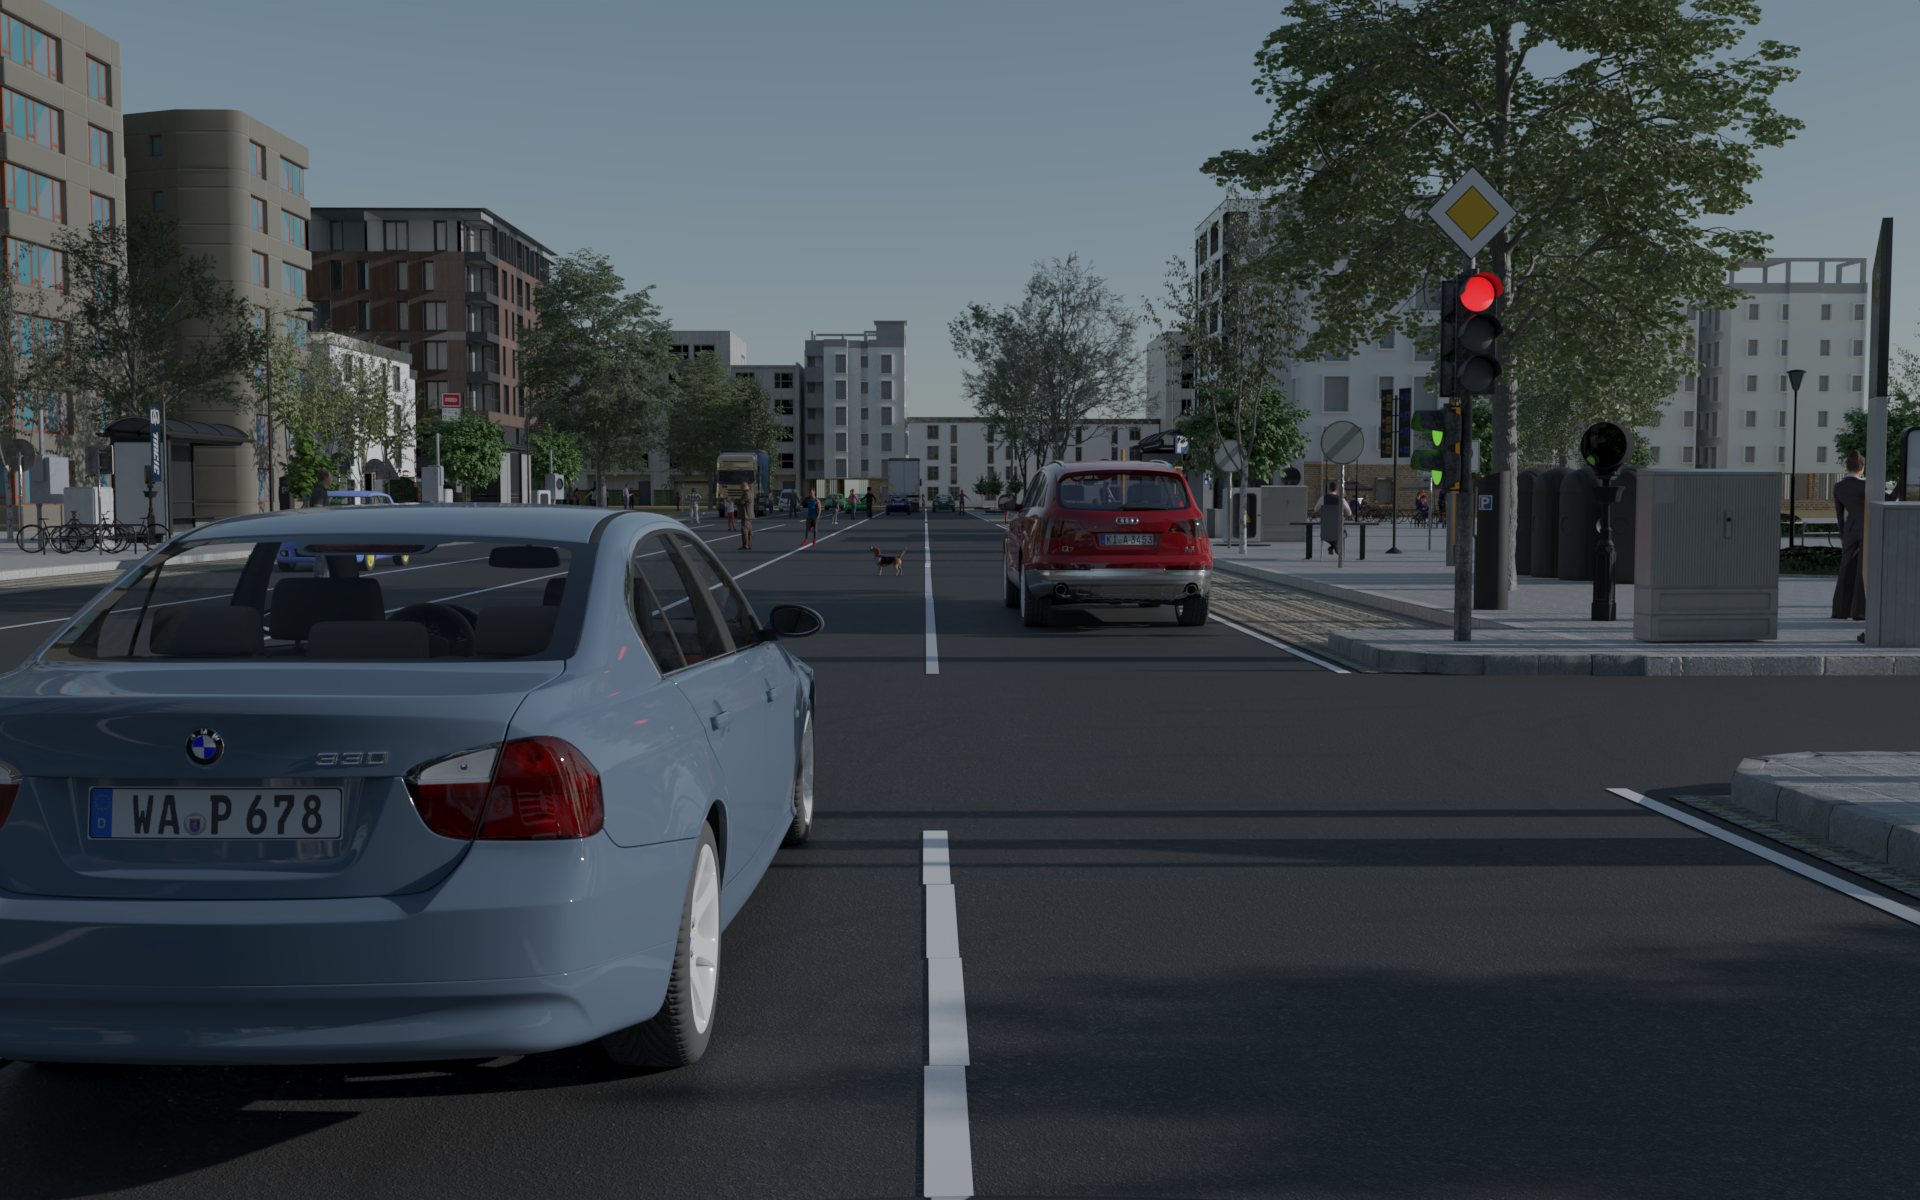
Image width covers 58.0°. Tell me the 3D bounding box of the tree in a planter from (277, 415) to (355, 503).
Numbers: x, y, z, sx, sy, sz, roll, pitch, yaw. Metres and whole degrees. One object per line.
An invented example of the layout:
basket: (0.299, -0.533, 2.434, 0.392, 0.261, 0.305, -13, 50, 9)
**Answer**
tree in a planter: (-14.862, -2.581, 39.427, 1.991, 3.239, 1.994, 0, 4, -1)

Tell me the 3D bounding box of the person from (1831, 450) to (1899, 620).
person: (9.252, -0.656, 17.579, 0.742, 1.727, 0.445, 2, 4, 34)

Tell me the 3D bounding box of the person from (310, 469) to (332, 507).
person: (-9.590, -1.072, 26.157, 0.434, 1.807, 0.598, -1, 4, -11)

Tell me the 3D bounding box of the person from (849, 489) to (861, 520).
person: (-5.888, -5.348, 96.660, 0.721, 1.743, 1.217, -2, 4, -33)

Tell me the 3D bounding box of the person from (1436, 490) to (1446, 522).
person: (21.687, -4.367, 78.149, 0.504, 1.737, 0.576, -2, 4, -25)

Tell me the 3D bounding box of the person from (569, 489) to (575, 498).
person: (-30.367, -7.893, 135.818, 0.721, 1.743, 1.217, -1, 4, -23)

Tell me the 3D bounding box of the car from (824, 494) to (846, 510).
car: (-11.139, -8.914, 154.545, 1.959, 1.807, 4.718, 0, 4, -1)

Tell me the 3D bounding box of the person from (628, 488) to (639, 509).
person: (-28.752, -8.905, 151.606, 1.348, 1.831, 0.705, -2, 4, -29)

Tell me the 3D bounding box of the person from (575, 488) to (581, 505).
person: (-27.782, -7.301, 126.099, 0.721, 1.739, 1.217, -2, 4, -25)

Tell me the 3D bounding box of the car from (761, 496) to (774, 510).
car: (-17.294, -8.531, 152.058, 1.945, 1.354, 3.894, 0, 4, -2)

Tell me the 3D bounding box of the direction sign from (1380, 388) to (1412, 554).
direction sign: (9.367, -2.769, 37.272, 0.379, 3.537, 0.876, -2, 4, -31)

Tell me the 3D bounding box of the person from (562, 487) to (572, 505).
person: (-29.272, -7.473, 128.210, 1.348, 1.826, 0.705, -3, 5, -41)

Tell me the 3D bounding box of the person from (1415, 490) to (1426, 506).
person: (21.492, -4.466, 80.766, 0.593, 1.614, 0.444, -1, 4, -10)

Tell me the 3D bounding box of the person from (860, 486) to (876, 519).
person: (-5.228, -5.574, 99.268, 0.705, 1.869, 1.348, 3, 5, 42)

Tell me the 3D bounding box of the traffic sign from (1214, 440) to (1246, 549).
traffic sign: (6.345, -2.487, 40.763, 0.768, 2.556, 0.104, 0, 4, 2)

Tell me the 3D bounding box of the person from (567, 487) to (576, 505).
person: (-29.612, -7.696, 131.960, 0.705, 1.812, 1.348, 1, 4, 18)

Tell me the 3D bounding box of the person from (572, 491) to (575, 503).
person: (-36.214, -9.503, 161.966, 0.434, 1.755, 0.990, -1, 4, -20)

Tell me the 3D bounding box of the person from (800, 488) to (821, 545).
person: (-4.206, -2.327, 48.424, 0.647, 1.594, 0.662, 1, 4, 16)

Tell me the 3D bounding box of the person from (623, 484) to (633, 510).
person: (-18.562, -5.571, 97.004, 0.599, 1.838, 0.709, -2, 4, -26)

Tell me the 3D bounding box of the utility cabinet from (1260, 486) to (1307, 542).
utility cabinet: (8.470, -2.241, 45.322, 1.173, 1.500, 0.318, 0, 4, 4)

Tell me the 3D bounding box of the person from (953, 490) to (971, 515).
person: (0.120, -6.605, 117.209, 1.217, 1.743, 0.721, 0, 4, -4)

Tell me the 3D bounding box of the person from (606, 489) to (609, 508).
person: (-30.114, -8.660, 148.343, 0.721, 1.736, 1.217, -1, 4, -11)

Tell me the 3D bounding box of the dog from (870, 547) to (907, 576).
dog: (-1.262, -0.682, 30.441, 0.540, 0.507, 0.406, -2, 4, -31)

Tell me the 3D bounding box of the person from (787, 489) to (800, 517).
person: (-10.242, -5.978, 106.800, 0.990, 1.755, 0.434, -3, 4, -36)

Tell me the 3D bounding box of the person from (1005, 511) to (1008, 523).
person: (2.301, -4.404, 84.423, 0.340, 1.345, 0.435, -2, 4, -25)

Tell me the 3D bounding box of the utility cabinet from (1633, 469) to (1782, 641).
utility cabinet: (6.483, -0.388, 15.017, 1.173, 1.500, 0.318, 0, 4, -8)

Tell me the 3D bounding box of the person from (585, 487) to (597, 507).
person: (-22.489, -6.104, 106.625, 1.217, 1.735, 0.721, 0, 4, 2)

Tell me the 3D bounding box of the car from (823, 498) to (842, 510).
car: (-11.602, -9.204, 160.266, 2.009, 1.686, 4.222, 0, 4, 0)

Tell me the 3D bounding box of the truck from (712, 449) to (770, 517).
truck: (-13.777, -7.411, 110.084, 2.839, 4.237, 11.283, 0, 4, -2)

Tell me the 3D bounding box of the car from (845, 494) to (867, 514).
car: (-7.413, -7.217, 126.791, 1.959, 1.807, 4.718, 0, 4, 0)

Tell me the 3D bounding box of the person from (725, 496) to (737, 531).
person: (-8.953, -3.382, 67.702, 0.435, 1.345, 0.340, 0, 4, -7)

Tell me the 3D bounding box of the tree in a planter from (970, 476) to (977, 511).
tree in a planter: (1.824, -8.964, 143.778, 1.991, 3.239, 1.994, 0, 4, -1)

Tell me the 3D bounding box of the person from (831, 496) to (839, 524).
person: (-6.074, -4.375, 83.941, 0.435, 1.345, 0.340, 0, 4, 5)

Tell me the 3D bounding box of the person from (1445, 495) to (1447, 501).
person: (13.422, -2.372, 46.699, 0.647, 1.594, 0.662, 1, 4, 10)

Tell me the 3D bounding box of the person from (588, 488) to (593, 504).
person: (-29.798, -8.133, 139.700, 0.721, 1.739, 1.217, -2, 4, -29)

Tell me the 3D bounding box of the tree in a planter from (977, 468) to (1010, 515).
tree in a planter: (2.359, -7.316, 116.839, 1.991, 3.239, 1.994, 0, 4, -1)

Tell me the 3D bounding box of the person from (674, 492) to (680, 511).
person: (-21.583, -7.519, 132.240, 0.557, 1.426, 1.065, 1, 4, 13)

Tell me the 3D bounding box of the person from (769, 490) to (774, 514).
person: (-13.483, -7.024, 124.279, 0.436, 1.711, 0.756, 0, 4, 5)

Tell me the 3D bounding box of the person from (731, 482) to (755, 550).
person: (-5.593, -2.172, 44.698, 0.600, 1.739, 0.565, -1, 4, -23)

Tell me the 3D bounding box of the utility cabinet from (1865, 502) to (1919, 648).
utility cabinet: (8.198, -0.207, 14.540, 1.020, 1.237, 0.306, 0, 4, 3)

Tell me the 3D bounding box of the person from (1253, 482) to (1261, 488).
person: (9.034, -2.789, 53.109, 0.593, 1.643, 0.415, 2, 4, 27)

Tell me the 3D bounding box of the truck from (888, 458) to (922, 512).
truck: (-4.488, -9.255, 140.229, 2.839, 4.237, 11.283, 0, 4, -1)

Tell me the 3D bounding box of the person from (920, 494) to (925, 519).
person: (-2.029, -5.310, 98.543, 0.599, 1.433, 0.991, 0, 4, 1)

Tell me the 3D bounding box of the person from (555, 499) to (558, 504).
person: (-26.734, -6.594, 114.650, 0.445, 1.727, 0.742, 3, 4, 37)

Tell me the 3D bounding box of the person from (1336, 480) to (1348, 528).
person: (12.572, -3.138, 57.903, 0.990, 1.755, 0.434, -1, 4, -21)

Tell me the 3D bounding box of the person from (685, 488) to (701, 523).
person: (-13.115, -4.652, 85.276, 0.841, 1.734, 0.376, 0, 4, 7)
